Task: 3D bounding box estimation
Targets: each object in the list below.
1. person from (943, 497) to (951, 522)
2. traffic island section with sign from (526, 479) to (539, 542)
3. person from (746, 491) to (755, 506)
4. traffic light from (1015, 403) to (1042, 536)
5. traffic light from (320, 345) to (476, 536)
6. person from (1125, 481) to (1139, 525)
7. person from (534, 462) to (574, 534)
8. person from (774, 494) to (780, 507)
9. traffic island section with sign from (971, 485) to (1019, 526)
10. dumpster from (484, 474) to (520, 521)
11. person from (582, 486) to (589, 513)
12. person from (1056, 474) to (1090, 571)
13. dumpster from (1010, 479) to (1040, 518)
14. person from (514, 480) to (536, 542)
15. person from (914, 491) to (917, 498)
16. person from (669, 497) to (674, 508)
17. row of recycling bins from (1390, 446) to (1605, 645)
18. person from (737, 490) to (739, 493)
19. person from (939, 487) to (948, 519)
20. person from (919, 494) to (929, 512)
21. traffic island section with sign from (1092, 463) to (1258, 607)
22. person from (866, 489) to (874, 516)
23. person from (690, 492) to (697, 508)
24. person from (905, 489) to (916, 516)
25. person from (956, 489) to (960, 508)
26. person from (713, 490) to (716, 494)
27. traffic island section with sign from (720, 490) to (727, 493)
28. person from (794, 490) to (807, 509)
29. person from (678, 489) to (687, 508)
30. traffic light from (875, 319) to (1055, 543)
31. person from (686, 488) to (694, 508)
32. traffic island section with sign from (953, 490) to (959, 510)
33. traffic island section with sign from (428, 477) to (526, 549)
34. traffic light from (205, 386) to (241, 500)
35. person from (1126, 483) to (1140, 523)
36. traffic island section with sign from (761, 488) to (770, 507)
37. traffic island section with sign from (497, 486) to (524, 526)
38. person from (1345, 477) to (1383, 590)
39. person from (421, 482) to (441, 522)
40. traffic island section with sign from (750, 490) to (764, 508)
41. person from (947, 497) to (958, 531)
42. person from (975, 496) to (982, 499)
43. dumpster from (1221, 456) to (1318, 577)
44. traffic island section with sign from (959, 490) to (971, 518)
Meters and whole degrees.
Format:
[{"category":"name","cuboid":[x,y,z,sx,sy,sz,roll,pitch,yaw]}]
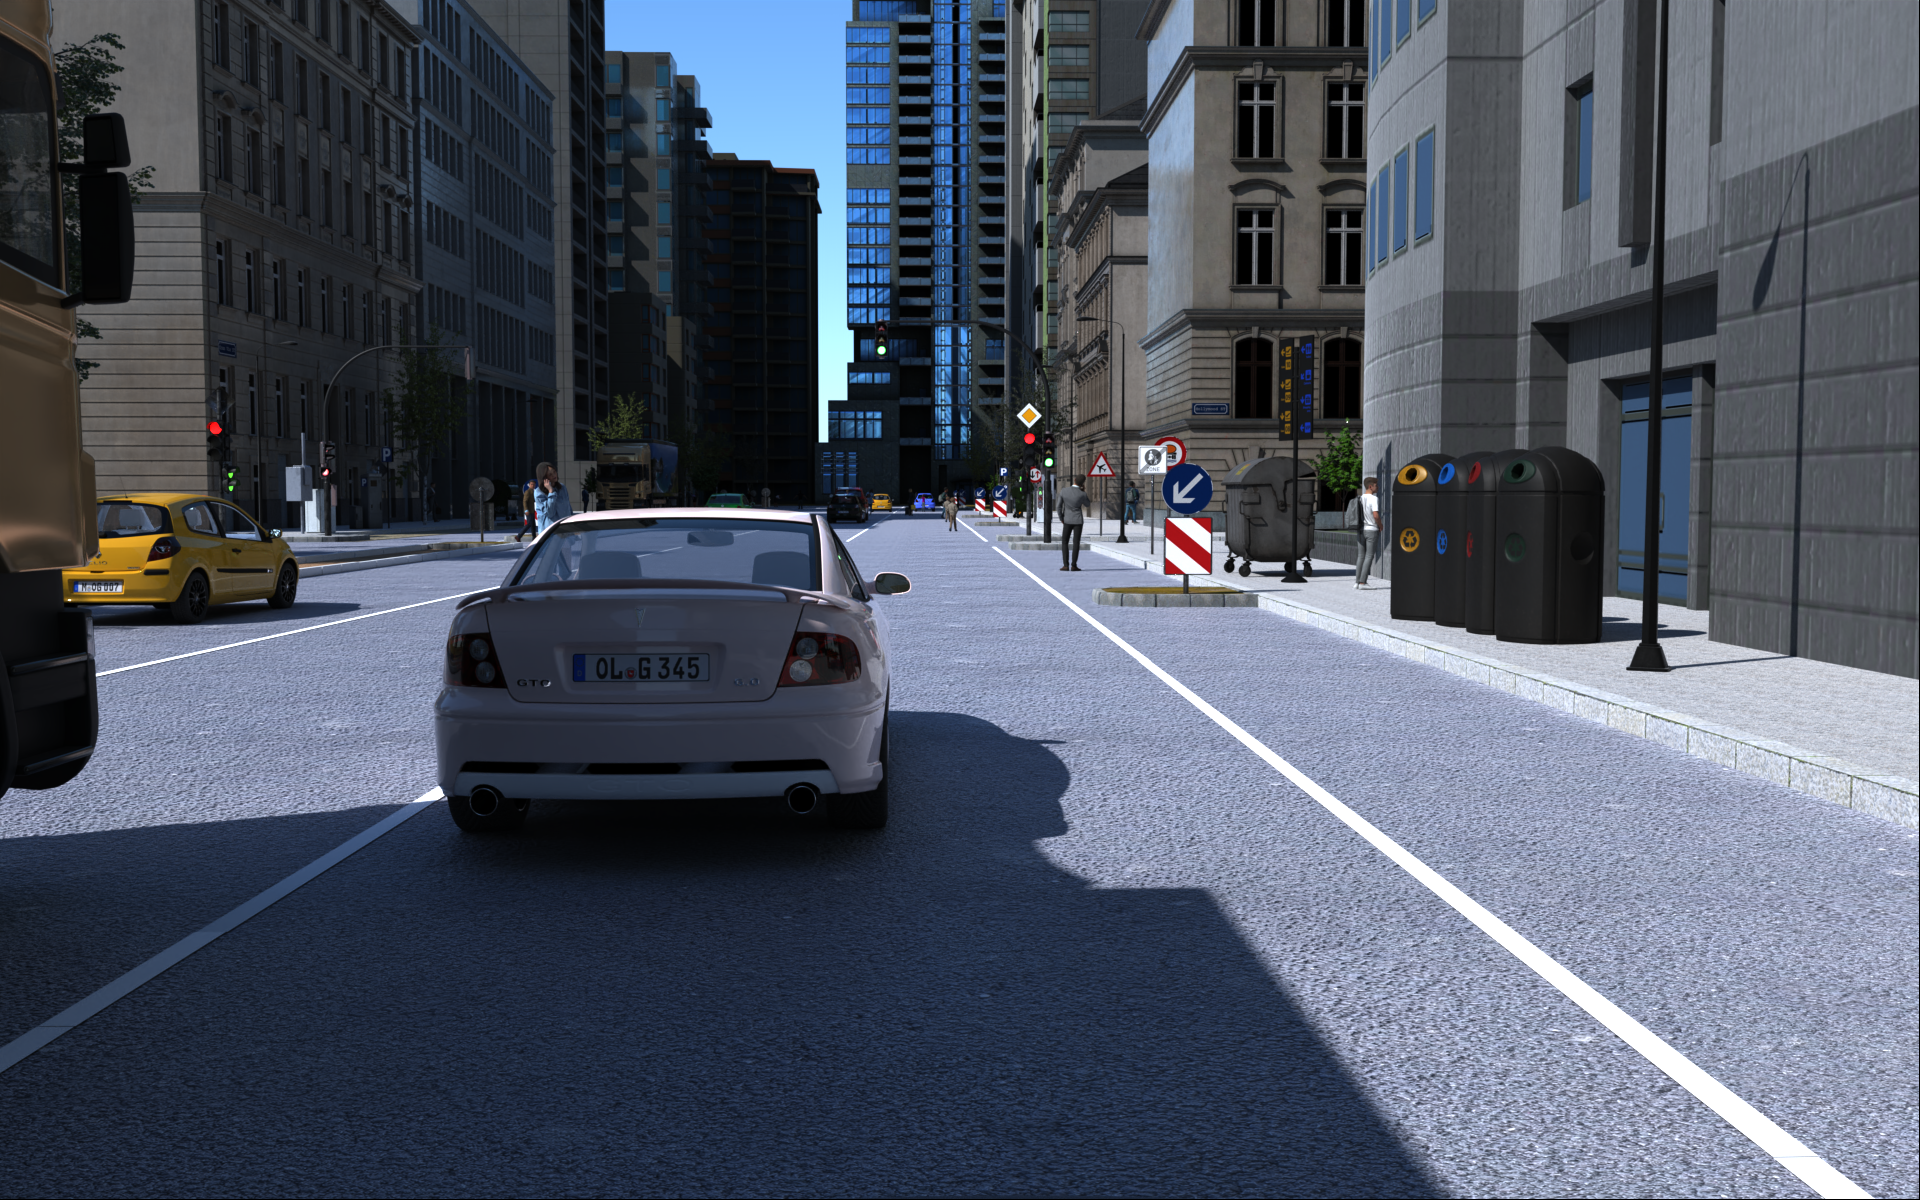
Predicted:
[{"category":"person","cuboid":[-0.639,-4.628,88.448,0.475,1.303,0.640,1,4,9]},{"category":"traffic island section with sign","cuboid":[-12.857,-2.737,52.891,2.006,1.907,1.989,0,4,-1]},{"category":"person","cuboid":[-19.651,-9.335,161.642,1.217,1.766,0.721,1,4,21]},{"category":"traffic light","cuboid":[2.110,-3.945,53.422,0.839,4.253,0.868,0,4,-1]},{"category":"traffic light","cuboid":[-17.257,-4.794,53.045,4.771,5.953,1.251,0,4,-1]},{"category":"person","cuboid":[7.082,-4.034,71.984,0.713,1.824,0.794,-2,4,-26]},{"category":"person","cuboid":[-4.642,-0.675,19.795,0.793,1.790,0.793,-1,4,-9]},{"category":"person","cuboid":[-19.998,-10.885,189.661,0.628,1.438,0.799,3,5,40]},{"category":"traffic island section with sign","cuboid":[1.654,-4.251,78.130,1.989,1.847,2.006,0,4,-1]},{"category":"dumpster","cuboid":[-22.120,-4.949,83.413,1.502,2.255,1.985,0,4,-1]},{"category":"person","cuboid":[-23.381,-6.231,108.105,0.419,1.800,0.721,1,4,12]},{"category":"person","cuboid":[2.104,-1.443,32.270,0.592,1.802,0.473,2,4,27]},{"category":"dumpster","cuboid":[3.453,-5.472,91.955,1.502,2.255,1.985,0,4,-1]},{"category":"person","cuboid":[-12.423,-2.539,49.929,0.836,1.842,0.656,-2,4,-27]},{"category":"person","cuboid":[-4.966,-11.551,198.140,0.721,1.735,1.217,0,4,8]},{"category":"person","cuboid":[-24.098,-8.421,144.653,0.541,1.710,0.530,3,4,37]},{"category":"row of recycling bins","cuboid":[5.049,-0.571,16.441,1.069,1.692,3.534,0,4,-5]},{"category":"person","cuboid":[-26.106,-11.994,202.859,0.721,1.735,1.217,-1,4,-17]},{"category":"person","cuboid":[-0.825,-5.622,100.405,0.713,1.824,0.794,2,4,34]},{"category":"person","cuboid":[-2.906,-7.821,139.597,0.991,1.433,0.599,2,4,34]},{"category":"traffic island section with sign","cuboid":[2.781,-0.872,22.882,1.989,1.847,2.006,0,4,-1]},{"category":"person","cuboid":[-6.037,-6.517,115.314,0.793,1.790,0.793,-3,4,-37]},{"category":"person","cuboid":[-24.379,-9.110,158.216,0.697,1.427,0.421,1,4,13]},{"category":"person","cuboid":[-3.299,-6.528,115.452,0.699,1.804,1.509,0,4,-3]},{"category":"person","cuboid":[-0.129,-9.354,161.068,0.705,1.869,1.348,1,4,13]},{"category":"person","cuboid":[-24.943,-10.289,174.988,0.721,1.735,1.217,1,4,19]},{"category":"traffic island section with sign","cuboid":[-21.144,-8.958,155.095,1.989,1.847,2.006,0,4,-1]},{"category":"person","cuboid":[-15.052,-9.471,163.367,1.348,1.822,0.705,-1,4,-13]},{"category":"person","cuboid":[-24.942,-9.056,154.833,0.721,1.735,1.217,3,5,42]},{"category":"traffic light","cuboid":[0.184,-4.317,45.254,4.771,5.953,1.251,0,4,-1]},{"category":"person","cuboid":[-24.520,-9.222,156.903,0.705,1.814,1.350,-3,4,-36]},{"category":"traffic island section with sign","cuboid":[0.071,-8.969,155.270,1.989,1.847,2.006,0,4,-1]},{"category":"traffic island section with sign","cuboid":[-12.715,-2.284,45.485,2.006,1.907,1.989,0,4,-1]},{"category":"traffic light","cuboid":[-19.183,-3.429,44.984,0.839,4.253,0.868,0,4,-1]},{"category":"person","cuboid":[7.698,-4.367,77.618,0.721,1.800,0.419,0,4,-4]},{"category":"traffic island section with sign","cuboid":[-14.406,-7.332,128.013,2.006,1.907,1.989,0,4,-1]},{"category":"traffic island section with sign","cuboid":[-19.566,-4.225,77.707,1.989,1.847,2.006,0,4,-1]},{"category":"person","cuboid":[5.442,-0.895,23.272,0.503,1.515,0.523,2,4,28]},{"category":"person","cuboid":[-24.099,-4.459,78.913,0.822,1.834,0.622,0,4,-3]},{"category":"traffic island section with sign","cuboid":[-21.693,-10.607,182.044,1.989,1.847,2.006,0,4,-1]},{"category":"person","cuboid":[-0.290,-3.292,66.605,0.475,1.303,0.640,1,4,15]},{"category":"person","cuboid":[2.172,-10.966,186.017,1.217,1.739,0.721,1,4,23]},{"category":"dumpster","cuboid":[4.902,-1.326,27.433,1.264,1.857,1.865,0,4,-1]},{"category":"traffic island section with sign","cuboid":[1.091,-5.909,105.236,1.989,1.847,2.006,0,4,-1]}]
